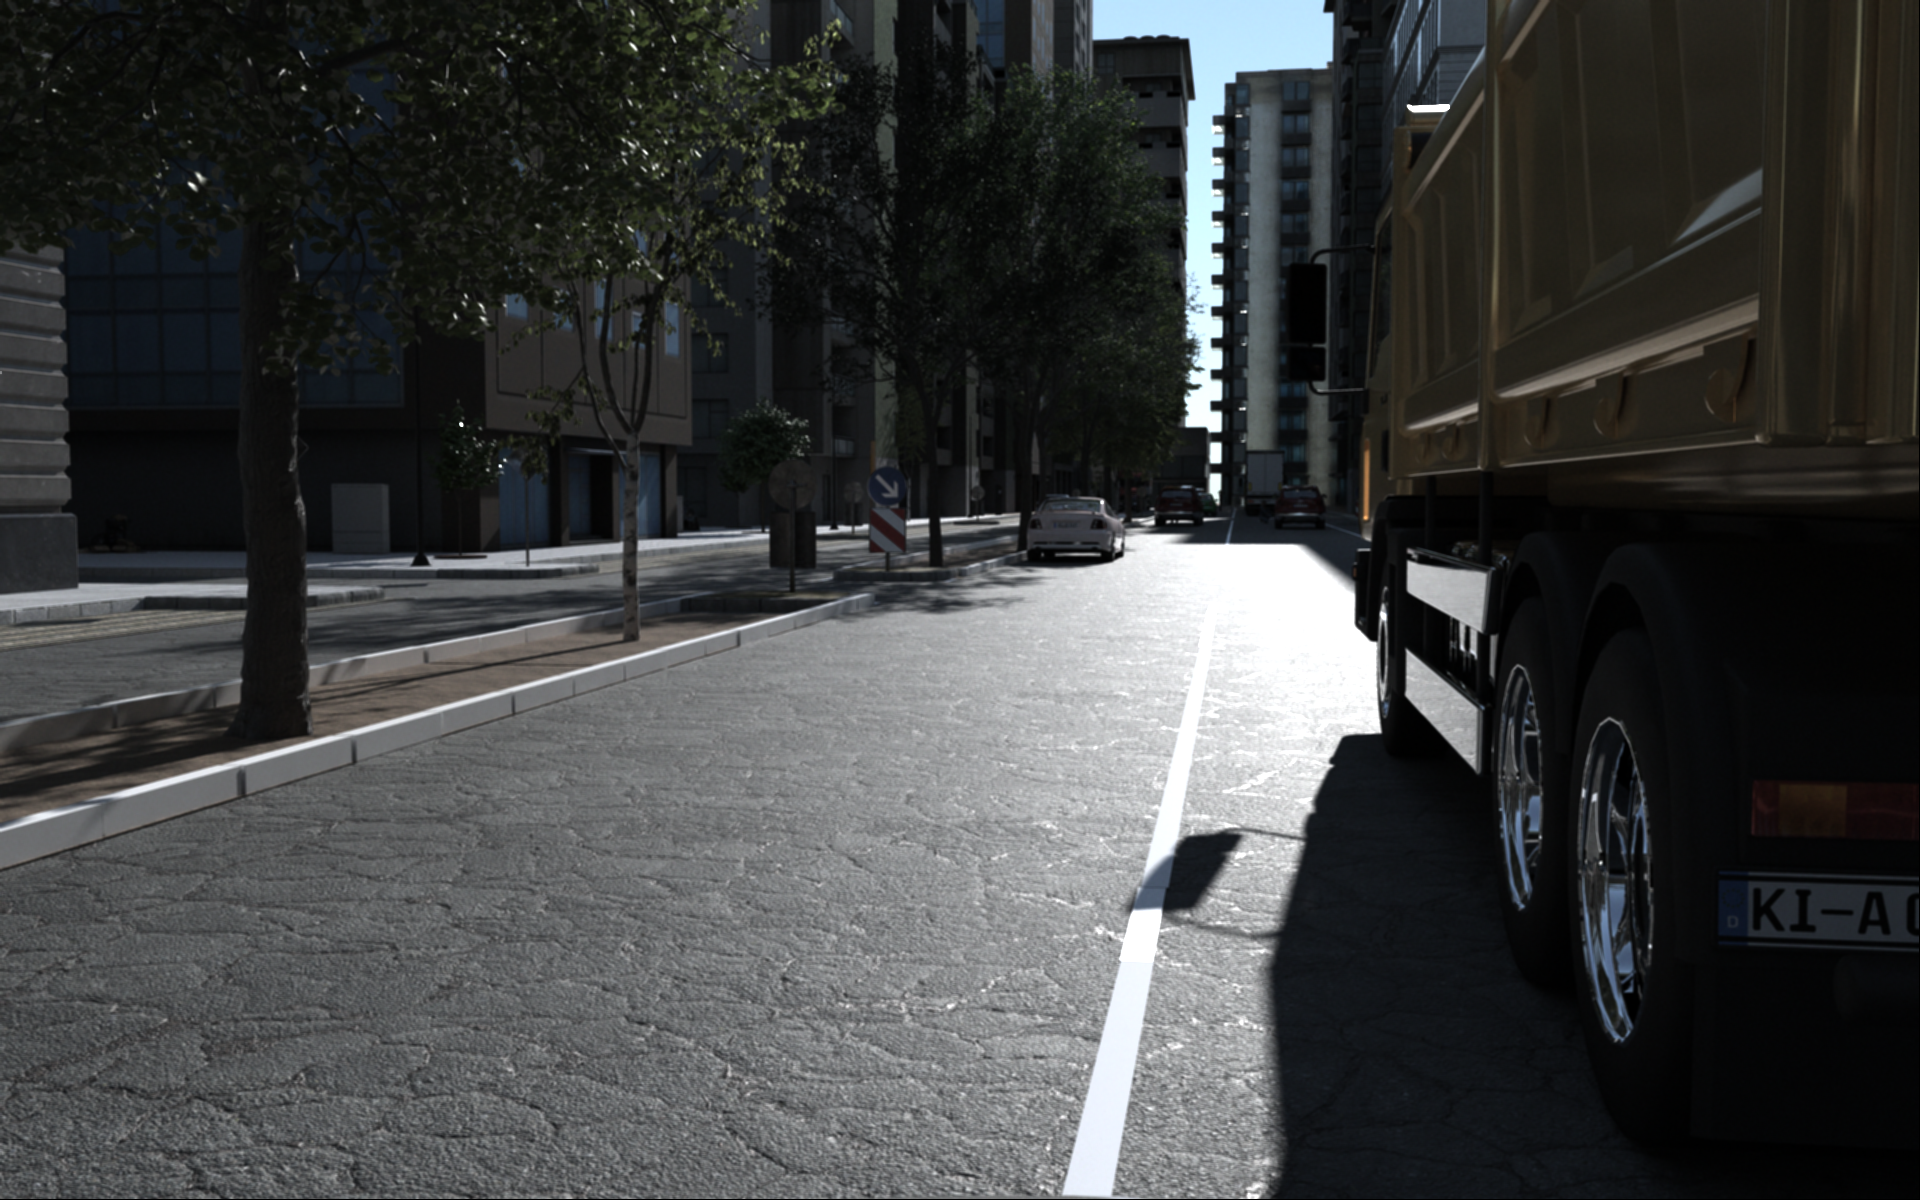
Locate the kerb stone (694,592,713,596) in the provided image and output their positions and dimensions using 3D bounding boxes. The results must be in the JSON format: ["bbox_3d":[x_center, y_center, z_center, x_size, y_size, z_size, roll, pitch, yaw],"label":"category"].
[{"bbox_3d":[-3.322,0.000,22.192,0.120,0.150,1.000,1,4,9],"label":"kerb stone"}]

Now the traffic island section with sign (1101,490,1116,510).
[{"bbox_3d":[13.335,-9.216,159.311,1.989,1.847,2.006,1,4,9],"label":"traffic island section with sign"}]

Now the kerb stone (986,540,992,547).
[{"bbox_3d":[0.667,-1.513,46.986,0.120,0.150,1.000,1,4,9],"label":"kerb stone"}]

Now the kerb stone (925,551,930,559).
[{"bbox_3d":[-0.800,-0.960,37.894,0.120,0.150,1.000,1,4,9],"label":"kerb stone"}]

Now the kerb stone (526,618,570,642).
[{"bbox_3d":[-4.137,0.310,17.133,0.120,0.150,1.000,1,4,9],"label":"kerb stone"}]

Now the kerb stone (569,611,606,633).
[{"bbox_3d":[-3.979,0.248,18.143,0.120,0.150,1.000,1,4,9],"label":"kerb stone"}]

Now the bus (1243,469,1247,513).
[{"bbox_3d":[22.803,-8.510,130.680,2.896,3.916,12.252,1,4,10],"label":"bus"}]

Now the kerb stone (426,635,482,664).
[{"bbox_3d":[-4.458,0.438,15.096,0.120,0.150,1.000,1,4,9],"label":"kerb stone"}]

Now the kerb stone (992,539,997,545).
[{"bbox_3d":[0.827,-1.578,47.995,0.120,0.150,1.000,1,4,9],"label":"kerb stone"}]

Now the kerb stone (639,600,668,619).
[{"bbox_3d":[-3.648,0.125,20.164,0.120,0.150,1.000,1,4,9],"label":"kerb stone"}]

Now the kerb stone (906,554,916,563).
[{"bbox_3d":[-1.118,-0.836,35.871,0.120,0.150,1.000,1,4,9],"label":"kerb stone"}]

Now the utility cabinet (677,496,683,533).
[{"bbox_3d":[-9.638,-2.802,56.981,1.020,1.237,0.306,-2,4,-30],"label":"utility cabinet"}]

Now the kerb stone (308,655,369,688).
[{"bbox_3d":[-4.786,0.559,13.067,0.120,0.150,1.000,1,4,9],"label":"kerb stone"}]

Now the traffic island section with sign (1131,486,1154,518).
[{"bbox_3d":[10.814,-5.831,103.466,2.006,1.907,1.989,1,4,9],"label":"traffic island section with sign"}]

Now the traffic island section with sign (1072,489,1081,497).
[{"bbox_3d":[8.884,-7.521,131.597,1.989,1.847,2.006,1,4,9],"label":"traffic island section with sign"}]

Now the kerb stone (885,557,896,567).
[{"bbox_3d":[-1.450,-0.713,33.849,0.120,0.150,1.000,1,4,9],"label":"kerb stone"}]

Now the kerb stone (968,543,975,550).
[{"bbox_3d":[0.182,-1.329,43.957,0.120,0.150,1.000,1,4,9],"label":"kerb stone"}]

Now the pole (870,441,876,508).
[{"bbox_3d":[-3.342,-4.441,66.454,0.158,3.312,0.155,0,3,0],"label":"pole"}]

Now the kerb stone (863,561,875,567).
[{"bbox_3d":[-1.775,-0.589,31.819,0.120,0.150,1.000,1,4,9],"label":"kerb stone"}]

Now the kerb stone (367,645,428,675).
[{"bbox_3d":[-4.631,0.497,14.077,0.120,0.150,1.000,1,4,9],"label":"kerb stone"}]

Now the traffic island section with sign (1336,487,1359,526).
[{"bbox_3d":[18.293,-4.331,79.436,1.989,1.847,2.006,1,4,9],"label":"traffic island section with sign"}]

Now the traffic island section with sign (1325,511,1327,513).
[{"bbox_3d":[26.144,-7.320,128.311,1.989,1.847,2.006,1,4,9],"label":"traffic island section with sign"}]

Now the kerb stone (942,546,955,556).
[{"bbox_3d":[-0.312,-1.145,40.927,0.120,0.150,1.000,1,4,9],"label":"kerb stone"}]

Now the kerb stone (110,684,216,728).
[{"bbox_3d":[-5.109,0.682,11.048,0.120,0.150,1.000,1,4,9],"label":"kerb stone"}]

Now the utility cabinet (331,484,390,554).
[{"bbox_3d":[-12.764,-1.726,36.904,1.173,1.500,0.318,1,4,11],"label":"utility cabinet"}]

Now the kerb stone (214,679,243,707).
[{"bbox_3d":[-4.945,0.624,12.057,0.120,0.150,1.000,1,4,9],"label":"kerb stone"}]

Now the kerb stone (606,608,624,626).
[{"bbox_3d":[-3.816,0.190,19.152,0.120,0.150,1.000,1,4,9],"label":"kerb stone"}]

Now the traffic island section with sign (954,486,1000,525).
[{"bbox_3d":[0.833,-4.460,81.552,1.989,1.847,2.006,1,4,9],"label":"traffic island section with sign"}]

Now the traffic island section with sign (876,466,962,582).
[{"bbox_3d":[-1.098,-1.293,29.274,2.006,1.907,1.989,1,4,9],"label":"traffic island section with sign"}]

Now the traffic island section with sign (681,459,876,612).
[{"bbox_3d":[-2.282,-0.846,21.961,2.006,1.907,1.989,1,4,9],"label":"traffic island section with sign"}]

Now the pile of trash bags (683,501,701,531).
[{"bbox_3d":[-10.709,-3.050,59.620,1.912,1.369,3.447,3,4,38],"label":"pile of trash bags"}]

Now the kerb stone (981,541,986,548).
[{"bbox_3d":[0.504,-1.455,45.976,0.120,0.150,1.000,1,4,9],"label":"kerb stone"}]

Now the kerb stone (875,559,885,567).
[{"bbox_3d":[-1.621,-0.649,32.830,0.120,0.150,1.000,1,4,9],"label":"kerb stone"}]

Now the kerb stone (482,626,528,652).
[{"bbox_3d":[-4.300,0.380,16.114,0.120,0.150,1.000,1,4,9],"label":"kerb stone"}]

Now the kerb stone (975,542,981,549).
[{"bbox_3d":[0.338,-1.393,44.967,0.120,0.150,1.000,1,4,9],"label":"kerb stone"}]

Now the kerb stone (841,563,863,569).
[{"bbox_3d":[-1.937,-0.527,30.808,0.120,0.150,1.000,1,4,9],"label":"kerb stone"}]

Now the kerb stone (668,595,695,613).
[{"bbox_3d":[-3.481,0.065,21.179,0.120,0.150,1.000,1,4,9],"label":"kerb stone"}]

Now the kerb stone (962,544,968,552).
[{"bbox_3d":[0.011,-1.269,42.946,0.120,0.150,1.000,1,4,9],"label":"kerb stone"}]

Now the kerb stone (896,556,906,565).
[{"bbox_3d":[-1.283,-0.774,34.858,0.120,0.150,1.000,1,4,9],"label":"kerb stone"}]

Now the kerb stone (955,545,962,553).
[{"bbox_3d":[-0.146,-1.207,41.936,0.120,0.150,1.000,1,4,9],"label":"kerb stone"}]

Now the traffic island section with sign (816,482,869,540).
[{"bbox_3d":[-3.445,-2.831,54.916,1.989,1.847,2.006,1,4,9],"label":"traffic island section with sign"}]

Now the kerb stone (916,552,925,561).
[{"bbox_3d":[-0.956,-0.898,36.884,0.120,0.150,1.000,1,4,9],"label":"kerb stone"}]

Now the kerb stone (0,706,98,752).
[{"bbox_3d":[-5.280,0.748,10.033,0.120,0.150,1.000,1,4,9],"label":"kerb stone"}]
